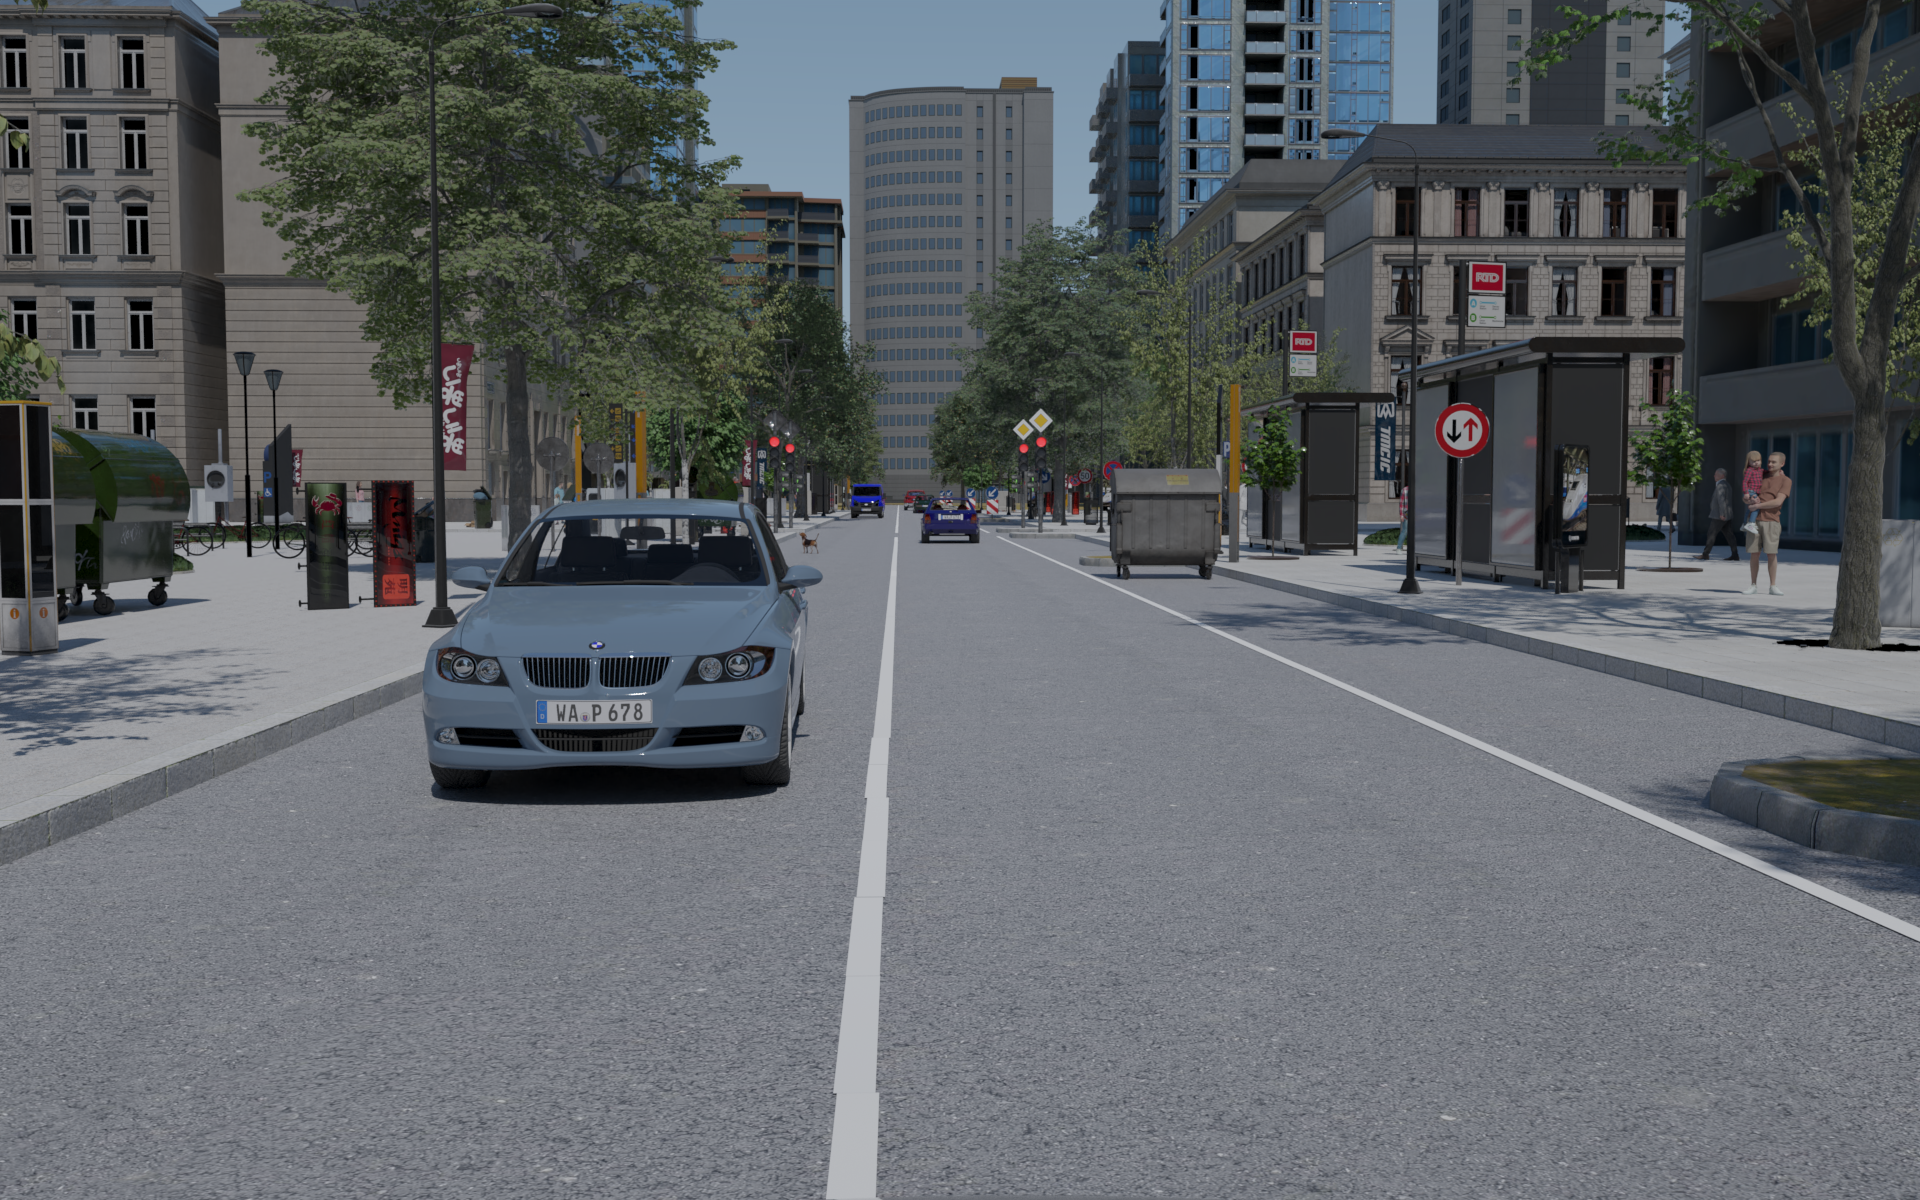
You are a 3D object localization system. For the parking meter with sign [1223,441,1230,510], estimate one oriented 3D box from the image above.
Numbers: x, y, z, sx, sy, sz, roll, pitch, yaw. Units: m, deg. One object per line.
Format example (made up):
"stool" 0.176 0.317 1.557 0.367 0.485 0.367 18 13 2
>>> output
"parking meter with sign" 8.042 -3.689 56.569 1.738 3.016 0.543 -1 4 -23

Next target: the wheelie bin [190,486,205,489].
"wheelie bin" -29.331 -3.590 66.609 0.980 1.594 0.693 0 4 -3

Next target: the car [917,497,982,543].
"car" -0.305 -2.385 51.583 1.945 1.354 3.894 0 4 -1

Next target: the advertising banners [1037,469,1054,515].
"advertising banners" 5.797 -6.766 106.812 2.074 3.025 0.090 0 4 -5

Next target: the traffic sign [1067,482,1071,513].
"traffic sign" 7.394 -7.173 119.412 0.606 2.300 0.079 0 4 2

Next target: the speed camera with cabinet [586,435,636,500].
"speed camera with cabinet" -9.928 -3.387 49.718 2.038 3.252 0.660 3 5 44

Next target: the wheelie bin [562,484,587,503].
"wheelie bin" -12.251 -2.893 55.213 0.693 1.594 0.980 -3 5 -42

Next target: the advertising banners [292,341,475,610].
"advertising banners" -6.452 -1.432 19.600 2.074 3.025 0.090 -3 4 -39

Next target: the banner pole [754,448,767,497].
"banner pole" -9.601 -5.665 82.635 0.863 3.779 0.401 -1 4 -12

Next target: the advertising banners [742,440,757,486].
"advertising banners" -7.513 -3.643 55.750 2.074 3.025 0.090 1 4 9

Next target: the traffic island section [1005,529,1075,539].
"traffic island section" 2.673 -2.129 57.089 2.009 0.180 2.903 0 4 -2

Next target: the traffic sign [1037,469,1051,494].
"traffic sign" 4.040 -5.169 84.621 0.768 2.556 0.104 0 4 0

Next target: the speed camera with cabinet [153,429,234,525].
"speed camera with cabinet" -23.190 -3.560 52.534 2.038 3.252 0.660 0 4 -5

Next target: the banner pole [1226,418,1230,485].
"banner pole" 8.903 -4.138 57.679 0.401 3.779 0.863 0 4 3

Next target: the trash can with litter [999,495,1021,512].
"trash can with litter" 3.310 -7.012 125.695 2.233 1.210 1.678 2 4 34

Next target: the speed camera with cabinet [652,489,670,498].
"speed camera with cabinet" -9.915 -3.754 55.715 2.038 3.252 0.660 -1 4 -18

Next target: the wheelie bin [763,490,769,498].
"wheelie bin" -12.676 -6.353 111.785 0.693 1.594 0.980 0 4 1

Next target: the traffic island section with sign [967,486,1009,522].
"traffic island section with sign" 1.530 -4.969 89.870 1.989 1.847 2.006 0 4 -2

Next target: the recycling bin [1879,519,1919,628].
"recycling bin" 9.300 -0.262 16.843 0.722 1.027 0.722 2 4 35

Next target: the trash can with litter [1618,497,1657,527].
"trash can with litter" 26.256 -3.474 67.860 1.678 1.210 2.233 -2 4 -30

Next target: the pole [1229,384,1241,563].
"pole" 5.133 -2.355 32.350 0.158 3.312 0.155 0 3 0

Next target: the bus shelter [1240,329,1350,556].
"bus shelter" 7.772 -3.812 39.960 2.179 5.291 8.768 0 4 -2

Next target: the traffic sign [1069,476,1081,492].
"traffic sign" 7.163 -6.595 107.937 0.768 2.556 0.104 0 3 0

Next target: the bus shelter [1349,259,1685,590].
"bus shelter" 8.455 -3.043 27.382 2.179 5.291 8.768 0 4 -2

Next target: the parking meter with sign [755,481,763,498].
"parking meter with sign" -11.557 -6.309 99.407 0.543 3.016 1.738 -1 4 -20

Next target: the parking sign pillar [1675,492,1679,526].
"parking sign pillar" 29.389 -4.934 69.145 1.447 3.967 1.447 3 5 42

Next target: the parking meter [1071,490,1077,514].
"parking meter" 7.332 -6.281 111.098 0.372 1.533 0.369 0 3 0

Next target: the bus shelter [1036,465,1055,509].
"bus shelter" 6.170 -7.974 124.303 2.014 3.302 5.546 0 4 -2

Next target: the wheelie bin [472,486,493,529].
"wheelie bin" -17.682 -3.436 64.089 0.693 1.594 0.980 -1 4 -23

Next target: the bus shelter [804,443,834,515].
"bus shelter" -9.111 -8.133 110.614 2.179 5.291 8.768 0 4 -2

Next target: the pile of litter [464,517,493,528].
"pile of litter" -18.509 -3.223 66.654 1.176 0.858 1.719 0 4 3

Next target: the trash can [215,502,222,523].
"trash can" -24.064 -2.692 55.662 0.748 1.137 0.748 0 3 0

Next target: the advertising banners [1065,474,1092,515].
"advertising banners" 7.133 -6.742 106.421 2.074 3.025 0.090 -1 4 -16

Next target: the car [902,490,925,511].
"car" -3.900 -8.773 152.108 2.281 1.827 5.304 0 4 -3

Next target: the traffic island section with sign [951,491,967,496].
"traffic island section with sign" 0.590 -6.632 117.063 1.989 1.847 2.006 0 4 -2

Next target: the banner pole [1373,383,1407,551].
"banner pole" 9.753 -3.000 39.067 0.863 3.779 0.401 1 4 9

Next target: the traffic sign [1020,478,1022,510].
"traffic sign" 4.811 -8.407 137.552 0.768 2.556 0.104 0 4 -2

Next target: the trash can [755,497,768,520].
"trash can" -8.339 -3.698 72.122 0.748 1.137 0.748 0 3 0

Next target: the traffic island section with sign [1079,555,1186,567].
"traffic island section with sign" 3.449 -1.614 35.013 1.989 1.847 2.006 0 4 -2

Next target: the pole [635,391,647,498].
"pole" -6.352 -2.487 34.507 0.158 3.312 0.155 0 3 0

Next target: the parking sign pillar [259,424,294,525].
"parking sign pillar" -26.017 -4.745 66.047 1.447 3.967 1.447 1 4 12

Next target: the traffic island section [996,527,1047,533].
"traffic island section" 2.394 -2.617 65.070 2.009 0.180 2.903 0 4 -2

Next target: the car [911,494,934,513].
"car" -2.627 -7.307 129.248 2.009 1.686 4.222 0 4 -3

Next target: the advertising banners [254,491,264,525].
"advertising banners" -26.533 -4.362 67.509 2.074 3.025 0.090 1 4 9

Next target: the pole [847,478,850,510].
"pole" -8.778 -8.721 136.433 0.158 3.312 0.155 0 3 0

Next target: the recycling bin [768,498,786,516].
"recycling bin" -10.863 -5.569 103.606 0.722 1.027 0.722 1 4 20

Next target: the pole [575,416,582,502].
"pole" -9.961 -3.143 45.234 0.158 3.312 0.155 0 3 0

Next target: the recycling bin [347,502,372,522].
"recycling bin" -18.082 -2.423 52.176 0.722 1.027 0.722 -3 5 -42

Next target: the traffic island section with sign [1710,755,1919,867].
"traffic island section with sign" 4.418 0.073 7.431 1.989 1.847 2.006 0 4 -2

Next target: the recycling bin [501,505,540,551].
"recycling bin" -9.911 -1.622 39.071 0.722 1.027 0.722 -2 4 -27

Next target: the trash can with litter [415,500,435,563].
"trash can with litter" -10.234 -1.280 32.316 1.055 1.170 0.624 -1 4 -17

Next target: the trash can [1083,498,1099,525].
"trash can" 5.421 -3.670 71.664 0.748 1.137 0.748 0 3 0

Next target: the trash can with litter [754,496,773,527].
"trash can with litter" -7.891 -3.486 68.052 1.678 1.210 2.233 2 4 33

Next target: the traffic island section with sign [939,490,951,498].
"traffic island section with sign" -2.108 -11.331 193.892 1.989 1.847 2.006 0 4 -2

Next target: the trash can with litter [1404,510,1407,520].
"trash can with litter" 8.800 -1.327 33.087 0.624 1.170 1.055 1 4 15
